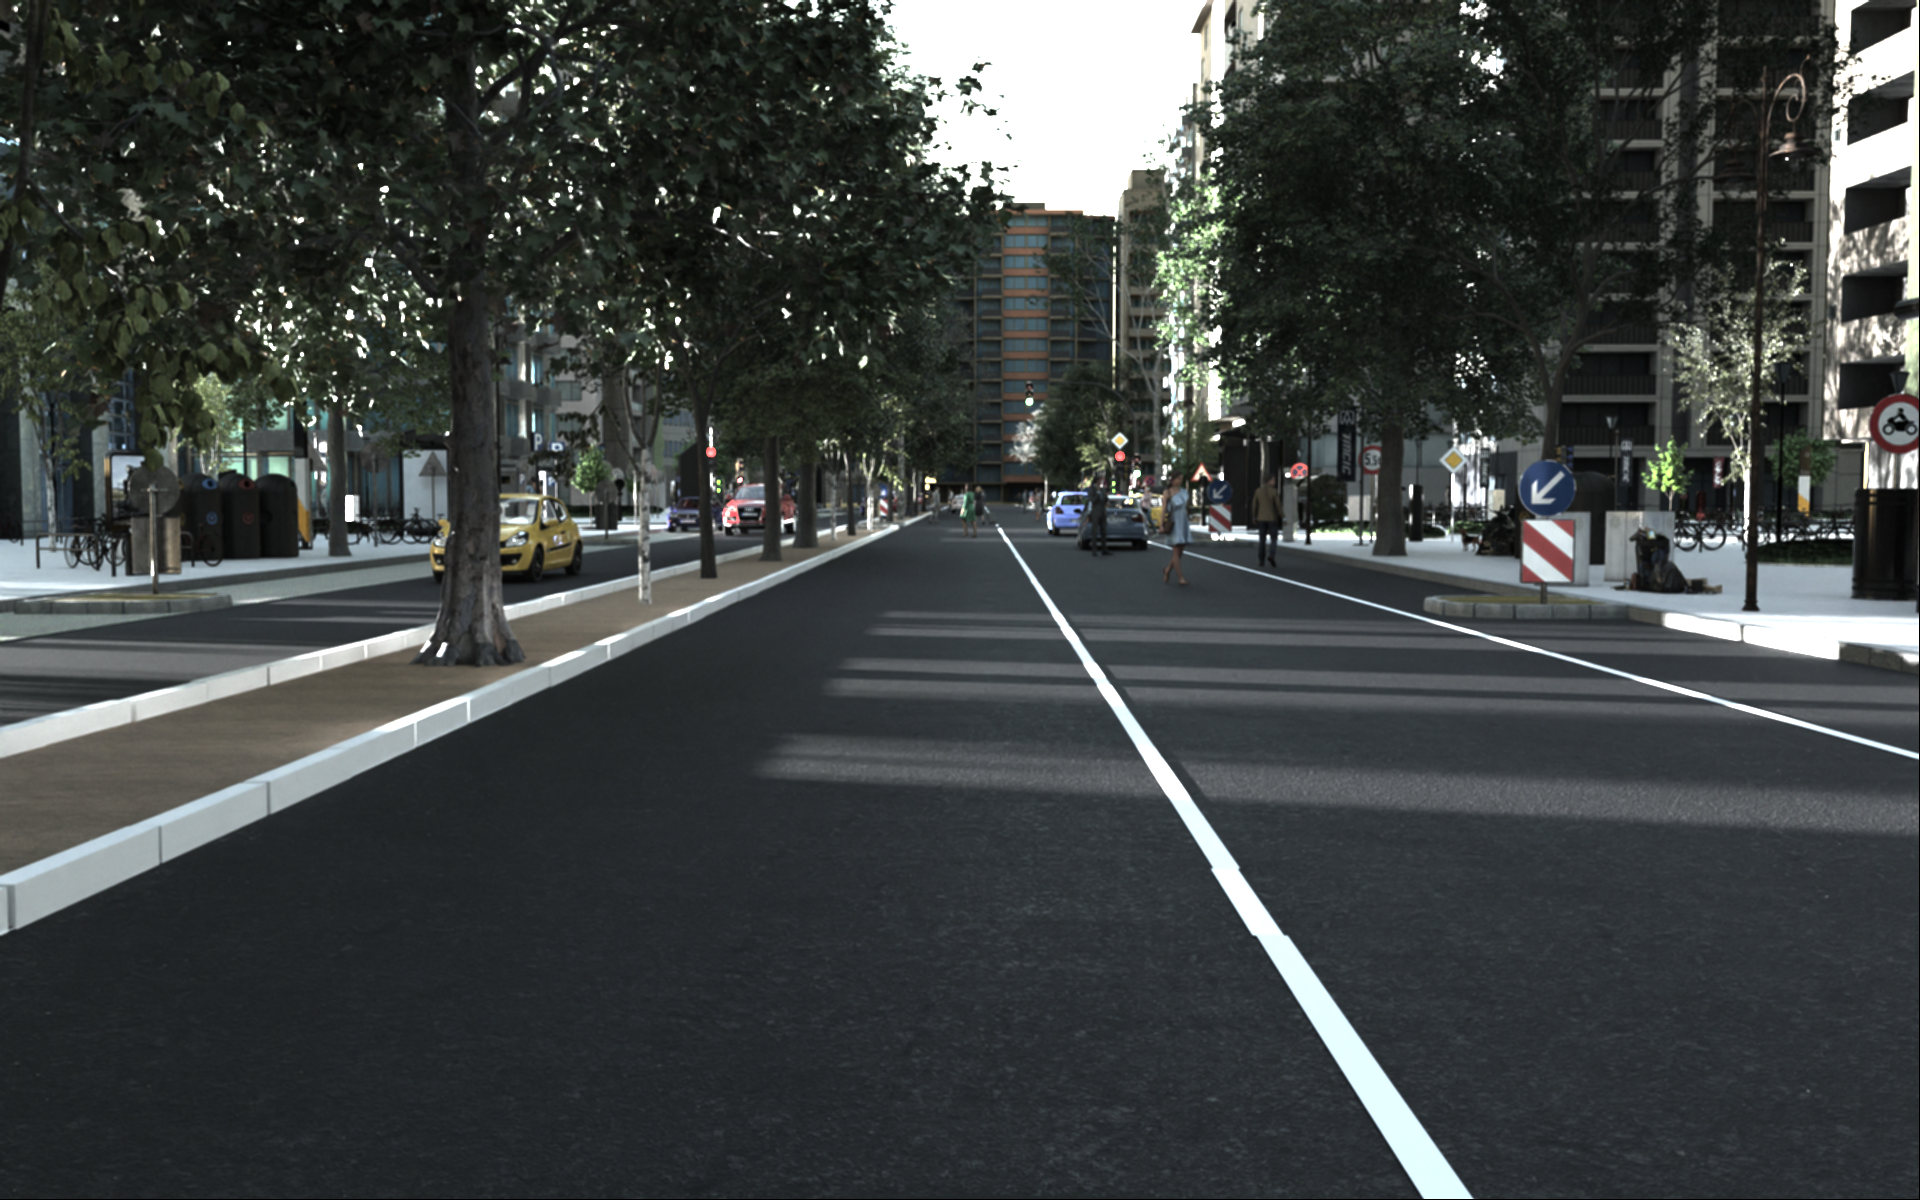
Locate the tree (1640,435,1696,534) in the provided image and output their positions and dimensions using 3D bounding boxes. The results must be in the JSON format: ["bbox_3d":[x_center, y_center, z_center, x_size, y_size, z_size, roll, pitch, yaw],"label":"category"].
[{"bbox_3d":[22.916,-3.728,55.556,1.663,3.219,1.824,0,3,0],"label":"tree"}]

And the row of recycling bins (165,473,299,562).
[{"bbox_3d":[-14.525,-1.637,33.879,1.069,1.692,3.534,2,4,27],"label":"row of recycling bins"}]

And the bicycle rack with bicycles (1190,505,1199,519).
[{"bbox_3d":[10.036,-4.210,82.218,2.925,0.926,2.852,0,4,1],"label":"bicycle rack with bicycles"}]

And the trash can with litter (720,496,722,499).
[{"bbox_3d":[-15.576,-6.157,111.728,2.233,1.210,1.678,0,4,5],"label":"trash can with litter"}]

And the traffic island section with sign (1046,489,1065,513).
[{"bbox_3d":[7.721,-7.440,130.279,1.989,1.847,2.006,0,4,1],"label":"traffic island section with sign"}]

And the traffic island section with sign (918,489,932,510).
[{"bbox_3d":[-2.833,-8.876,153.261,2.006,1.907,1.989,0,4,1],"label":"traffic island section with sign"}]

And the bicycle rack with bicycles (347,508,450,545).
[{"bbox_3d":[-14.477,-1.939,45.089,2.925,0.926,2.852,-1,4,-9],"label":"bicycle rack with bicycles"}]

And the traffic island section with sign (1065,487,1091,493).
[{"bbox_3d":[7.460,-5.792,103.325,1.989,1.847,2.006,0,4,1],"label":"traffic island section with sign"}]

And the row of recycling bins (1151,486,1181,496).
[{"bbox_3d":[10.215,-4.861,86.598,1.069,1.692,3.534,2,4,31],"label":"row of recycling bins"}]

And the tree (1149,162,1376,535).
[{"bbox_3d":[9.516,-7.871,54.444,9.928,11.665,9.643,0,3,0],"label":"tree"}]

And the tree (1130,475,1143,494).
[{"bbox_3d":[15.566,-9.576,151.172,1.663,3.219,1.824,0,3,0],"label":"tree"}]

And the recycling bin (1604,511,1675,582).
[{"bbox_3d":[9.971,-0.786,25.412,0.722,1.027,0.722,-3,4,-38],"label":"recycling bin"}]

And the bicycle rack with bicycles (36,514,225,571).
[{"bbox_3d":[-14.776,-1.039,30.372,2.925,0.926,2.852,2,4,33],"label":"bicycle rack with bicycles"}]

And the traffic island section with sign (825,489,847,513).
[{"bbox_3d":[-9.195,-7.508,131.378,1.989,1.847,2.006,0,4,1],"label":"traffic island section with sign"}]

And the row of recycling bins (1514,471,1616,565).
[{"bbox_3d":[11.546,-1.588,33.069,1.069,1.692,3.534,0,4,-1],"label":"row of recycling bins"}]

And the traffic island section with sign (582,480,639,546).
[{"bbox_3d":[-9.973,-2.445,48.604,1.989,1.847,2.006,0,4,1],"label":"traffic island section with sign"}]

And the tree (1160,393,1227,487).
[{"bbox_3d":[17.555,-10.698,125.282,4.737,8.622,4.395,0,3,0],"label":"tree"}]

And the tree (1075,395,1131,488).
[{"bbox_3d":[9.700,-10.276,118.367,4.737,8.622,4.395,0,3,0],"label":"tree"}]

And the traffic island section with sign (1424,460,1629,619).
[{"bbox_3d":[6.697,-0.746,20.830,1.989,1.847,2.006,0,4,1],"label":"traffic island section with sign"}]

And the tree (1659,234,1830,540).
[{"bbox_3d":[21.864,-5.998,48.426,4.360,8.622,3.978,0,3,0],"label":"tree"}]

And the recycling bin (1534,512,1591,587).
[{"bbox_3d":[8.464,-0.721,24.348,0.722,1.027,0.722,1,4,19],"label":"recycling bin"}]

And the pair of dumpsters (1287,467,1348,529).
[{"bbox_3d":[13.144,-3.753,63.849,1.574,2.255,4.437,0,4,1],"label":"pair of dumpsters"}]

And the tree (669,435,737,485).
[{"bbox_3d":[-12.926,-6.347,87.482,4.285,4.588,4.351,0,3,0],"label":"tree"}]

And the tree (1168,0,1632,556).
[{"bbox_3d":[9.067,-7.900,35.817,9.857,13.997,8.962,0,3,0],"label":"tree"}]

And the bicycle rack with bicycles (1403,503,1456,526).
[{"bbox_3d":[18.539,-3.416,69.230,2.925,0.926,2.852,0,4,-5],"label":"bicycle rack with bicycles"}]

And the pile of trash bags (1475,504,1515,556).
[{"bbox_3d":[12.532,-1.658,36.853,1.912,1.369,3.447,3,5,45],"label":"pile of trash bags"}]

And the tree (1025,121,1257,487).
[{"bbox_3d":[9.766,-14.385,91.092,12.611,20.169,13.585,0,3,0],"label":"tree"}]

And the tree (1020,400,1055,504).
[{"bbox_3d":[11.292,-19.244,225.008,12.009,13.543,11.850,0,3,0],"label":"tree"}]

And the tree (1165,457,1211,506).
[{"bbox_3d":[18.795,-9.874,145.146,4.285,4.588,4.351,0,3,0],"label":"tree"}]

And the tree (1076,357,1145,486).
[{"bbox_3d":[10.660,-13.939,144.908,9.611,12.733,9.660,0,3,0],"label":"tree"}]

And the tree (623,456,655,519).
[{"bbox_3d":[-16.436,-5.694,87.694,1.663,3.219,1.824,0,3,0],"label":"tree"}]

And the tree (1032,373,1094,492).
[{"bbox_3d":[10.676,-14.857,161.038,7.486,12.596,7.792,0,3,0],"label":"tree"}]

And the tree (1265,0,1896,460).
[{"bbox_3d":[8.749,-5.588,25.772,8.767,10.594,7.601,1,4,12],"label":"tree"}]

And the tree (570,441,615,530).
[{"bbox_3d":[-14.026,-4.358,65.850,1.663,3.219,1.824,0,3,0],"label":"tree"}]

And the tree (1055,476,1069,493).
[{"bbox_3d":[9.950,-10.615,168.150,1.663,3.219,1.824,0,3,0],"label":"tree"}]

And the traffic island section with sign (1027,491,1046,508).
[{"bbox_3d":[8.193,-10.522,180.664,1.989,1.847,2.006,0,4,1],"label":"traffic island section with sign"}]

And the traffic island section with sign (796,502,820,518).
[{"bbox_3d":[-9.443,-5.836,104.038,1.989,1.847,2.006,0,4,1],"label":"traffic island section with sign"}]

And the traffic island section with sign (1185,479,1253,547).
[{"bbox_3d":[6.954,-2.395,47.784,1.989,1.847,2.006,0,4,1],"label":"traffic island section with sign"}]

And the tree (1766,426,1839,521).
[{"bbox_3d":[40.817,-6.136,84.045,4.285,4.588,4.351,0,3,0],"label":"tree"}]

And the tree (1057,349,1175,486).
[{"bbox_3d":[10.035,-10.752,110.215,8.767,10.594,7.601,2,4,33],"label":"tree"}]

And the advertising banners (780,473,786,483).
[{"bbox_3d":[-15.336,-9.003,143.394,2.074,3.025,0.090,-2,4,-35],"label":"advertising banners"}]

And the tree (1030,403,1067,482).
[{"bbox_3d":[11.528,-16.197,190.581,9.928,11.665,9.643,0,3,0],"label":"tree"}]

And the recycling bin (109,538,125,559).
[{"bbox_3d":[-16.383,-1.335,34.374,0.722,1.027,0.722,3,5,40],"label":"recycling bin"}]

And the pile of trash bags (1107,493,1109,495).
[{"bbox_3d":[12.114,-7.109,125.980,3.447,1.369,1.912,1,4,21],"label":"pile of trash bags"}]

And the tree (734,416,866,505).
[{"bbox_3d":[-12.713,-12.047,122.721,9.928,11.665,9.643,0,3,0],"label":"tree"}]

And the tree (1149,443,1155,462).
[{"bbox_3d":[16.770,-11.234,134.036,4.737,8.622,4.395,0,3,0],"label":"tree"}]

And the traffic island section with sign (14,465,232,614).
[{"bbox_3d":[-10.221,-0.785,21.458,1.989,1.847,2.006,0,4,1],"label":"traffic island section with sign"}]

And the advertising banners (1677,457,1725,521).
[{"bbox_3d":[34.796,-5.209,81.360,2.074,3.025,0.090,3,4,36],"label":"advertising banners"}]

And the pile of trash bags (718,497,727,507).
[{"bbox_3d":[-14.775,-5.495,99.603,1.912,1.369,3.447,-3,5,-41],"label":"pile of trash bags"}]

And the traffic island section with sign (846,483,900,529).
[{"bbox_3d":[-3.605,-3.828,70.719,2.006,1.907,1.989,0,4,1],"label":"traffic island section with sign"}]

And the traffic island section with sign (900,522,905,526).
[{"bbox_3d":[-3.526,-4.281,78.126,2.006,1.907,1.989,0,4,1],"label":"traffic island section with sign"}]
